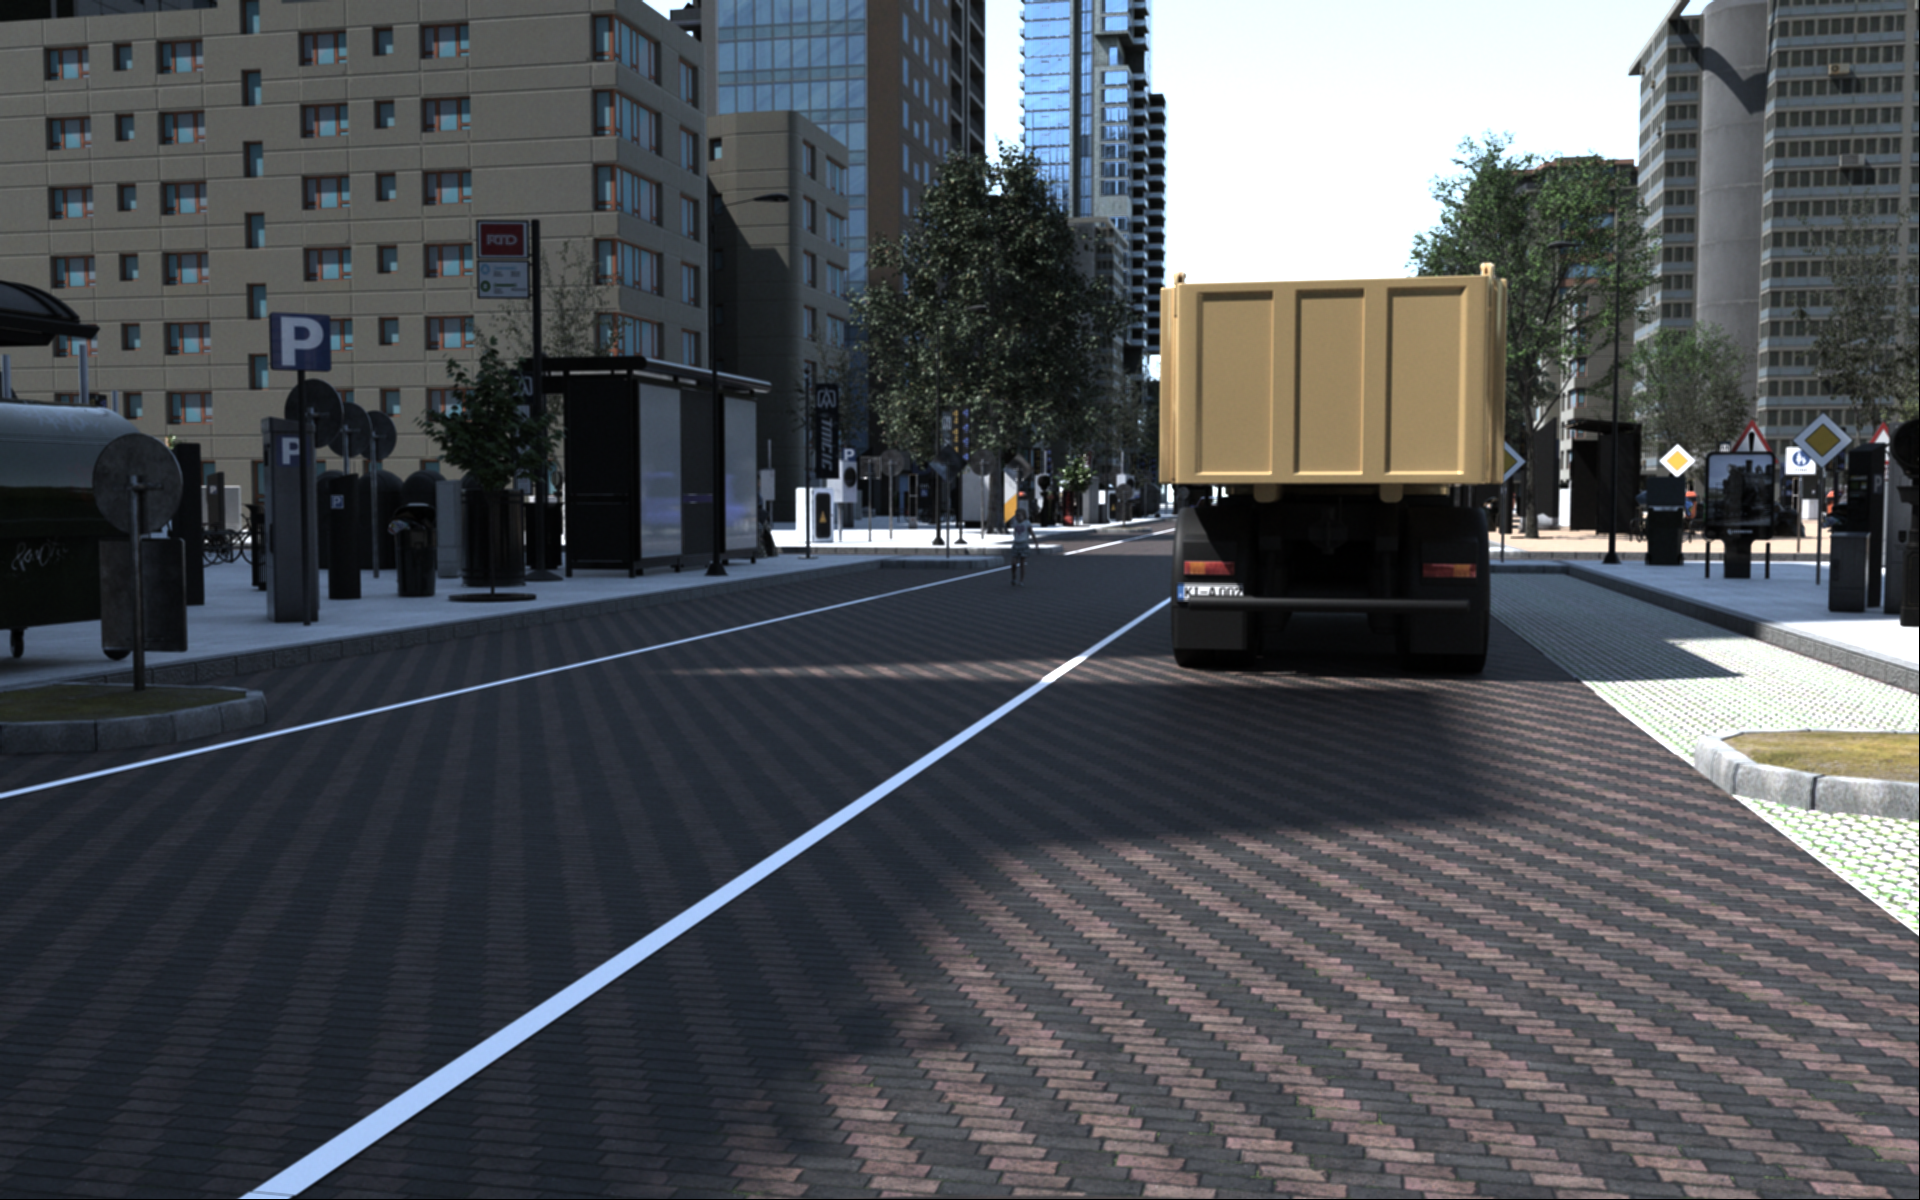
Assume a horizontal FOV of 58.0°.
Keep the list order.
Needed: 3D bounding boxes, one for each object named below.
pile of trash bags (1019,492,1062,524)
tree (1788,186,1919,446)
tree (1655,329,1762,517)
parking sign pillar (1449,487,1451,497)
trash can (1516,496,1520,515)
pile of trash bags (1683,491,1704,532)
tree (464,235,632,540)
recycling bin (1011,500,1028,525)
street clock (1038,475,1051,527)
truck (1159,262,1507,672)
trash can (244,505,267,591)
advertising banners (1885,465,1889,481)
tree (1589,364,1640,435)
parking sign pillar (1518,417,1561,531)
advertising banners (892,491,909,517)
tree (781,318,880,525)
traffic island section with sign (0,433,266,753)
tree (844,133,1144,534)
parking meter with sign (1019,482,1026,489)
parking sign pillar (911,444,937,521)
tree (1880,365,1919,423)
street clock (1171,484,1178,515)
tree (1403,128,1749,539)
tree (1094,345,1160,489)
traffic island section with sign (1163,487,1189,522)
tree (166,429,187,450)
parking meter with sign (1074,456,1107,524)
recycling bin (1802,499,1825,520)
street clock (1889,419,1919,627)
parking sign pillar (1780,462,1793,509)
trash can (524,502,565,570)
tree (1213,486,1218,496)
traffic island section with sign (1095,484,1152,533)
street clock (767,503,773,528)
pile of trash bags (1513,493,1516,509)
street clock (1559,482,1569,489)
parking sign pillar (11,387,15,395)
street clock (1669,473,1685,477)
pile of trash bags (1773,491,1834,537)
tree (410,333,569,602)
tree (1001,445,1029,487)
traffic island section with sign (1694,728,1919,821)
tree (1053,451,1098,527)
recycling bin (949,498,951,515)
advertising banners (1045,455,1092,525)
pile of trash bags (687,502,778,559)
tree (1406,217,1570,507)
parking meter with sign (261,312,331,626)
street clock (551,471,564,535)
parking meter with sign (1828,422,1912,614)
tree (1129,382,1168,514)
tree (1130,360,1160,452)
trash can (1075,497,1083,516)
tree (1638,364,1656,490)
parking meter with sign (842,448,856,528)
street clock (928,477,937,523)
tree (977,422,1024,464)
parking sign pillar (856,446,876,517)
[{"bbox_3d":[3.201,-3.961,74.507,1.912,1.369,3.447,2,4,24],"label":"pile of trash bags"},{"bbox_3d":[21.835,-5.568,41.406,4.360,8.622,3.978,0,3,0],"label":"tree"},{"bbox_3d":[33.908,-7.784,77.631,4.360,8.622,3.978,0,3,0],"label":"tree"},{"bbox_3d":[29.676,-7.139,105.197,1.447,3.967,1.447,0,4,-2],"label":"parking sign pillar"},{"bbox_3d":[34.150,-5.728,105.312,0.748,1.137,0.748,0,3,0],"label":"trash can"},{"bbox_3d":[25.350,-3.096,60.377,1.912,1.369,3.447,1,4,17],"label":"pile of trash bags"},{"bbox_3d":[-11.354,-6.011,48.647,4.360,8.622,3.978,0,3,0],"label":"tree"},{"bbox_3d":[2.379,-3.655,72.313,0.722,1.027,0.722,-2,4,-29],"label":"recycling bin"},{"bbox_3d":[3.271,-3.840,67.358,0.471,2.002,0.358,-3,4,-36],"label":"street clock"},{"bbox_3d":[3.828,-1.332,17.710,3.469,3.379,9.791,1,4,13],"label":"truck"},{"bbox_3d":[-9.151,-0.704,23.161,0.748,1.137,0.748,0,3,0],"label":"trash can"},{"bbox_3d":[36.910,-4.538,70.377,0.090,3.025,2.074,-3,5,-40],"label":"advertising banners"},{"bbox_3d":[37.403,-8.965,96.933,4.360,8.622,3.978,0,3,0],"label":"tree"},{"bbox_3d":[20.597,-4.465,61.481,1.447,3.967,1.447,-3,5,-39],"label":"parking sign pillar"},{"bbox_3d":[-2.987,-6.292,99.068,2.074,3.025,0.090,-1,4,-17],"label":"advertising banners"},{"bbox_3d":[-5.088,-7.419,71.661,4.360,8.622,3.978,0,3,0],"label":"tree"},{"bbox_3d":[-5.411,-0.118,10.555,1.989,1.847,2.006,1,4,12],"label":"traffic island section with sign"},{"bbox_3d":[1.094,-8.477,55.599,9.611,12.733,9.660,0,3,0],"label":"tree"},{"bbox_3d":[4.023,-7.140,112.996,0.543,3.016,1.738,0,4,-5],"label":"parking meter with sign"},{"bbox_3d":[-1.747,-5.839,83.938,1.447,3.967,1.447,0,4,-2],"label":"parking sign pillar"},{"bbox_3d":[53.138,-8.910,96.043,4.737,8.622,4.395,0,3,0],"label":"tree"},{"bbox_3d":[13.093,-6.156,105.220,0.471,2.002,0.358,-1,4,-19],"label":"street clock"},{"bbox_3d":[16.361,-7.579,49.677,9.928,11.665,9.643,0,3,0],"label":"tree"},{"bbox_3d":[8.003,-8.227,84.880,4.360,8.622,3.978,0,3,0],"label":"tree"},{"bbox_3d":[11.767,-5.043,91.081,1.989,1.847,2.006,1,4,12],"label":"traffic island section with sign"},{"bbox_3d":[-23.075,-3.446,50.948,1.663,3.219,1.824,0,3,0],"label":"tree"},{"bbox_3d":[5.596,-4.740,73.768,0.543,3.016,1.738,3,5,41],"label":"parking meter with sign"},{"bbox_3d":[41.989,-4.455,85.397,0.722,1.027,0.722,0,4,-2],"label":"recycling bin"},{"bbox_3d":[9.231,-0.744,16.728,0.471,2.002,0.358,1,4,20],"label":"street clock"},{"bbox_3d":[50.671,-7.200,106.186,1.447,3.967,1.447,1,4,12],"label":"parking sign pillar"},{"bbox_3d":[-7.113,-1.096,29.571,0.748,1.137,0.748,0,3,0],"label":"trash can"},{"bbox_3d":[23.778,-14.716,157.618,9.611,12.733,9.660,0,3,0],"label":"tree"},{"bbox_3d":[6.148,-3.430,64.715,1.989,1.847,2.006,1,4,12],"label":"traffic island section with sign"},{"bbox_3d":[-7.173,-3.715,65.303,0.358,2.002,0.471,-2,4,-25],"label":"street clock"},{"bbox_3d":[27.629,-4.951,90.707,3.447,1.369,1.912,-1,4,-22],"label":"pile of trash bags"},{"bbox_3d":[36.255,-6.082,104.007,0.471,2.002,0.358,0,4,-5],"label":"street clock"},{"bbox_3d":[-20.683,-3.000,37.521,1.447,3.967,1.447,3,5,43],"label":"parking sign pillar"},{"bbox_3d":[22.645,-3.071,54.780,0.358,2.002,0.471,-1,4,-20],"label":"street clock"},{"bbox_3d":[24.972,-2.605,52.349,3.447,1.369,1.912,1,4,10],"label":"pile of trash bags"},{"bbox_3d":[-5.543,-1.612,20.952,1.663,3.219,1.824,0,3,0],"label":"tree"},{"bbox_3d":[2.341,-7.089,99.622,4.285,4.588,4.351,0,3,0],"label":"tree"},{"bbox_3d":[4.725,0.015,8.389,1.989,1.847,2.006,1,4,12],"label":"traffic island section with sign"},{"bbox_3d":[4.574,-4.461,67.531,1.663,3.219,1.824,0,3,0],"label":"tree"},{"bbox_3d":[-0.450,-5.843,108.085,0.722,1.027,0.722,0,4,4],"label":"recycling bin"},{"bbox_3d":[4.410,-4.573,70.949,2.074,3.025,0.090,1,4,15],"label":"advertising banners"},{"bbox_3d":[-5.392,-1.577,35.530,3.447,1.369,1.912,1,4,21],"label":"pile of trash bags"},{"bbox_3d":[23.092,-10.621,80.305,9.857,13.997,8.962,0,3,0],"label":"tree"},{"bbox_3d":[-6.772,-1.302,17.544,0.543,3.016,1.738,-2,4,-29],"label":"parking meter with sign"},{"bbox_3d":[-12.713,-3.075,54.839,0.471,2.002,0.358,3,5,41],"label":"street clock"},{"bbox_3d":[10.275,-1.357,18.453,1.738,3.016,0.543,2,4,33],"label":"parking meter with sign"},{"bbox_3d":[12.968,-9.801,110.614,4.737,8.622,4.395,0,3,0],"label":"tree"},{"bbox_3d":[17.754,-13.410,129.619,12.009,13.543,11.850,0,3,0],"label":"tree"},{"bbox_3d":[7.056,-5.498,101.538,0.748,1.137,0.748,0,3,0],"label":"trash can"},{"bbox_3d":[37.630,-8.502,89.371,4.360,8.622,3.978,0,3,0],"label":"tree"},{"bbox_3d":[-4.255,-4.278,66.213,0.543,3.016,1.738,0,4,-5],"label":"parking meter with sign"},{"bbox_3d":[-1.132,-4.305,74.955,0.471,2.002,0.358,1,4,9],"label":"street clock"},{"bbox_3d":[1.232,-8.476,88.939,4.360,8.622,3.978,0,3,0],"label":"tree"},{"bbox_3d":[-5.422,-6.634,96.943,1.447,3.967,1.447,1,4,12],"label":"parking sign pillar"}]
